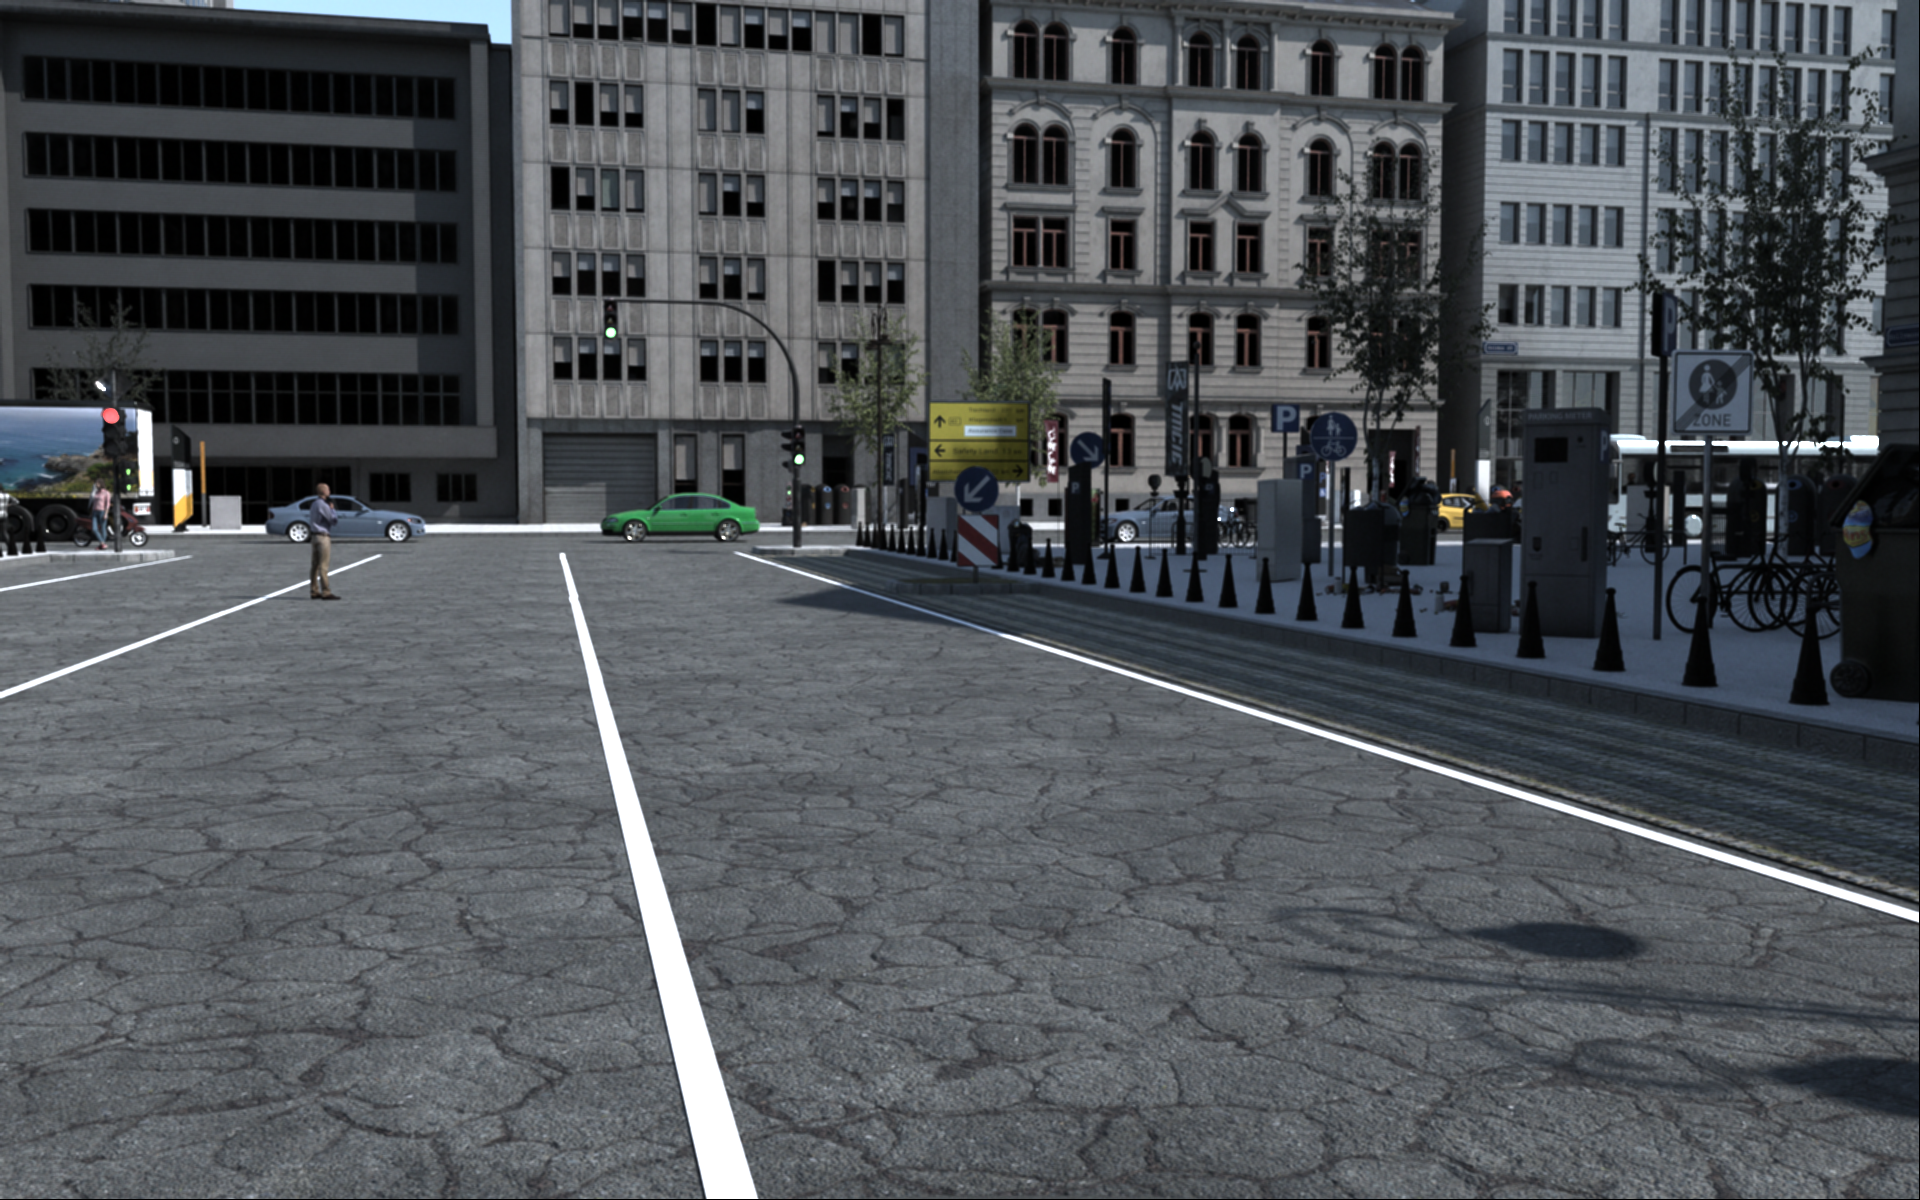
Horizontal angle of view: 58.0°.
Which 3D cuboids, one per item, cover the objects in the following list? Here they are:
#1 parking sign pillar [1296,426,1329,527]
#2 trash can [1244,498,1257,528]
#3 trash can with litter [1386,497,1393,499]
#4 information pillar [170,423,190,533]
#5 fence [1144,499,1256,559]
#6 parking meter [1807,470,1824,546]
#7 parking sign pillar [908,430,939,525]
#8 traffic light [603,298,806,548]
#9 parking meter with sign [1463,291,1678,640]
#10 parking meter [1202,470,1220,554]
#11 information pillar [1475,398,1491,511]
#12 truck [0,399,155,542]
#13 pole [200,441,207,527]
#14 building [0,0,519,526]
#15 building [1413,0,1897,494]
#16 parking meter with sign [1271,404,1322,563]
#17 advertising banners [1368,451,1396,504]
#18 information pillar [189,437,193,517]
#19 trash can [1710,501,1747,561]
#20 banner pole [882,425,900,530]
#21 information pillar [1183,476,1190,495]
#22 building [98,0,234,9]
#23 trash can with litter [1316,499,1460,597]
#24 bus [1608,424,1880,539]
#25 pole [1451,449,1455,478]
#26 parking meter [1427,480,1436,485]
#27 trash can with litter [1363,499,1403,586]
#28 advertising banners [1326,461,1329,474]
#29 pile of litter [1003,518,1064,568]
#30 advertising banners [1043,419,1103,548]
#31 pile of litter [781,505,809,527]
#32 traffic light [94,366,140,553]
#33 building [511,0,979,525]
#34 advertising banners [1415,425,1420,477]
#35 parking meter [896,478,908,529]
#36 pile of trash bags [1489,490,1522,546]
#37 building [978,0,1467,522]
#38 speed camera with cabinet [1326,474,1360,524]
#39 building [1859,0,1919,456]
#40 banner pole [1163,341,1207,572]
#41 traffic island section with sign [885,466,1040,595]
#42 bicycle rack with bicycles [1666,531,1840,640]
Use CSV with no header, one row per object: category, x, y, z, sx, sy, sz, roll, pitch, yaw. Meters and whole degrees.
parking sign pillar,13.827,-4.881,68.271,1.447,3.967,1.447,-2,4,-34
trash can,10.974,-3.253,64.845,0.748,1.137,0.748,0,3,0
trash can with litter,19.686,-4.092,78.285,0.624,1.170,1.055,-2,4,-35
information pillar,-25.999,-4.052,57.602,0.183,3.616,0.504,2,4,24
fence,4.827,-1.420,34.421,2.264,1.192,0.480,0,4,-1
parking meter,21.119,-2.268,42.792,0.399,1.863,0.255,-3,4,-36
parking sign pillar,-1.523,-5.117,72.135,1.447,3.967,1.447,0,4,-1
traffic light,-5.948,-4.045,40.808,4.771,5.953,1.251,-1,4,-13
parking meter with sign,5.465,-1.185,15.644,1.738,3.016,0.543,2,4,35
parking meter,5.320,-1.902,36.808,0.399,1.863,0.255,1,4,15
information pillar,12.773,-3.116,42.298,0.504,3.616,0.183,-3,4,-38
truck,-30.405,-3.845,51.776,11.283,4.237,2.839,-1,4,-15
pole,-29.378,-4.489,67.240,0.158,3.312,0.155,0,3,0
building,-34.791,-15.671,75.294,30.058,24.678,14.314,-1,4,-13
building,38.089,-19.190,91.256,29.804,29.767,11.434,-1,4,-13
parking meter with sign,6.418,-2.236,32.814,0.543,3.016,1.738,0,4,-8
advertising banners,16.940,-4.482,69.473,0.090,3.025,2.074,3,5,44
information pillar,-26.813,-4.189,59.840,0.504,3.616,0.183,0,4,-5
trash can,14.696,-1.322,33.265,0.748,1.137,0.748,0,3,0
banner pole,-2.443,-4.454,62.837,0.863,3.779,0.401,2,4,26
information pillar,9.226,-4.069,71.012,0.304,2.012,0.304,-3,4,-38
building,-68.375,-36.044,131.316,21.231,58.520,28.212,-1,4,-13
trash can with litter,5.625,-0.692,22.372,2.233,1.210,1.678,0,4,2
bus,23.788,-3.493,51.976,13.247,3.499,2.948,-1,4,-12
pole,22.356,-5.185,78.626,0.158,3.312,0.155,0,3,0
parking meter,20.009,-4.152,73.600,0.255,1.863,0.399,0,4,-8
trash can with litter,6.073,-0.804,24.533,0.624,1.170,1.055,0,4,-2
advertising banners,16.302,-5.073,79.125,2.074,3.025,0.090,-3,5,-43
pile of litter,1.296,-1.034,30.873,1.176,0.858,1.719,0,4,-1
advertising banners,2.690,-2.751,41.159,2.074,3.025,0.090,-3,5,-44
pile of litter,-6.604,-3.358,68.871,1.176,0.858,1.719,1,4,8
traffic light,-18.483,-2.999,37.952,0.839,4.253,0.868,-1,4,-13
building,-10.237,-16.027,80.071,19.932,24.808,12.078,-1,4,-13
advertising banners,11.676,-2.899,43.586,0.090,3.025,2.074,0,4,3
parking meter,-2.118,-3.548,63.720,0.399,1.863,0.255,3,4,36
pile of trash bags,14.518,-2.101,44.097,3.447,1.369,1.912,-3,5,-44
building,10.728,-18.249,85.764,23.554,28.519,14.401,-1,4,-13
speed camera with cabinet,16.013,-4.858,73.771,2.038,3.252,0.660,3,5,40
building,25.748,-12.043,15.984,14.460,24.649,34.723,-1,4,-13
banner pole,3.718,-2.364,28.668,0.863,3.779,0.401,3,5,43
traffic island section with sign,-0.041,-1.027,25.417,1.989,1.847,2.006,-1,4,-13
bicycle rack with bicycles,7.914,-0.148,15.800,2.925,0.926,2.852,0,4,-1
